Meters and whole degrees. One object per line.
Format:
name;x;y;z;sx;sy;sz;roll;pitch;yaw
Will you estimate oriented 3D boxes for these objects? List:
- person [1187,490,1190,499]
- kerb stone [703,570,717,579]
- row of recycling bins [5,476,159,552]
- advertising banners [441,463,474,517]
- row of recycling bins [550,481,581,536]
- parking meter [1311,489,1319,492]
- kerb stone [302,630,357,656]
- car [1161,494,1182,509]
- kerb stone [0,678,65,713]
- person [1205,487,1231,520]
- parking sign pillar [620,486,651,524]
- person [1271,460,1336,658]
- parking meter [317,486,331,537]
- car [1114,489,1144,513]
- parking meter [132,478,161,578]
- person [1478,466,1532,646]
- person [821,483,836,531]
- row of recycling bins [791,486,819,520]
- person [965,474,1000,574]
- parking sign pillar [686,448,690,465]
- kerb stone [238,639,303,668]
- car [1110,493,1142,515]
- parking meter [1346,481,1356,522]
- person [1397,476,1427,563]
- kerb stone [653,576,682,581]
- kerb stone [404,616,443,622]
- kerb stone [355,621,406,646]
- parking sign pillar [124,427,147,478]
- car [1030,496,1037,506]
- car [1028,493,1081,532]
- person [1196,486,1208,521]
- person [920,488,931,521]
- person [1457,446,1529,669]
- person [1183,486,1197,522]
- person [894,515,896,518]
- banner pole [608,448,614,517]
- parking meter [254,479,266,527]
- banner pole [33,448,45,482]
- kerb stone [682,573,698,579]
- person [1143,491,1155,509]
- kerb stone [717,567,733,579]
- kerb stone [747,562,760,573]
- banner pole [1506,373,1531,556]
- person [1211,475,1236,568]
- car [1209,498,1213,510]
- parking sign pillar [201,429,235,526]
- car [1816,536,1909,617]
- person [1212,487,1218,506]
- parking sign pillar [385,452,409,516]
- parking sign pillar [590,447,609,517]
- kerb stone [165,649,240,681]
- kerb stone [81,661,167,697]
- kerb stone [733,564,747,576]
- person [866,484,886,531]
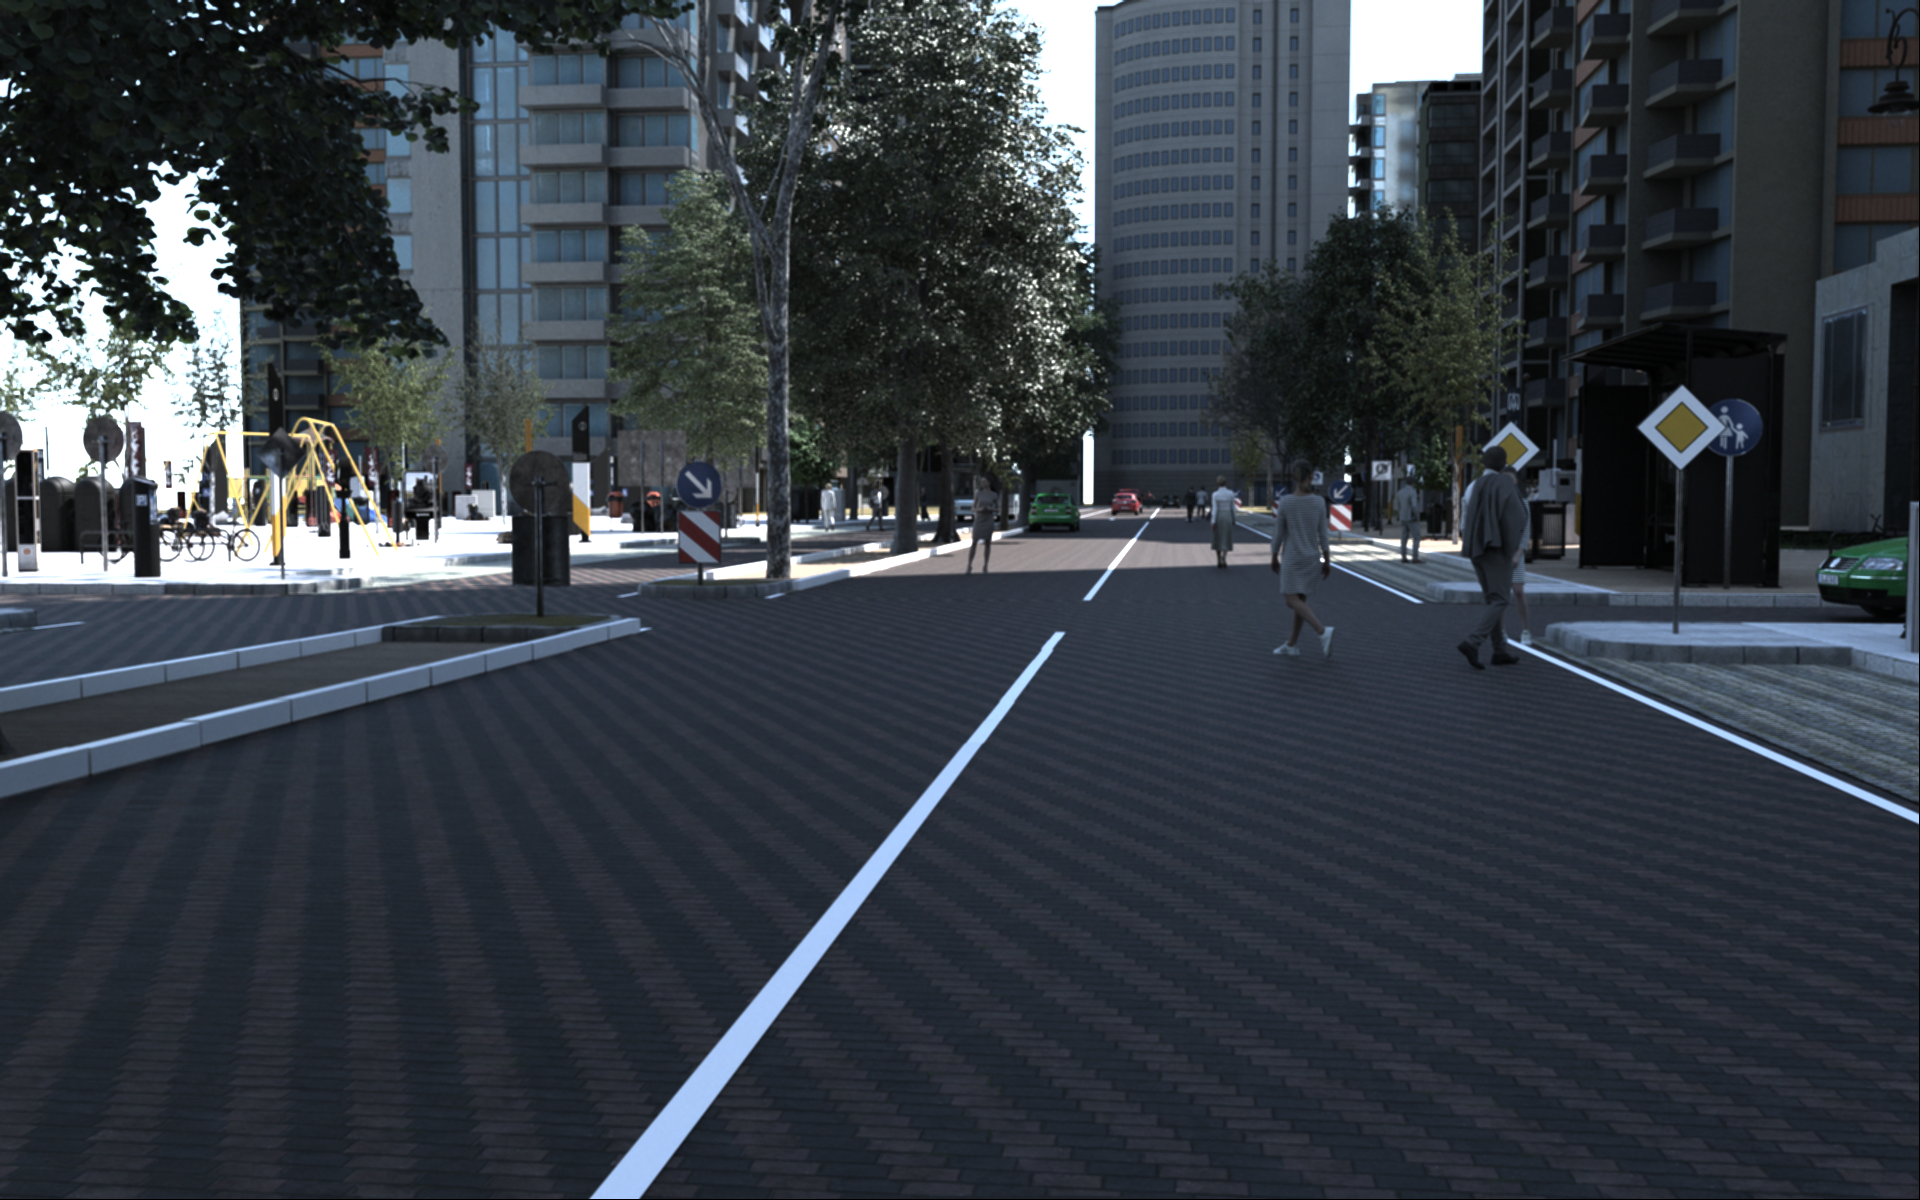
person;21.170;-9.277;160.199;0.705;1.821;1.348;2;4;28
kerb stone;-4.215;-0.376;28.416;0.120;0.150;1.000;0;4;7
row of recycling bins;-19.690;-1.934;38.730;3.534;1.692;1.069;0;4;3
advertising banners;-28.132;-6.147;96.698;2.074;3.025;0.090;-2;4;-34
row of recycling bins;-12.463;-2.927;54.975;1.069;1.692;3.534;0;4;-7
parking meter;17.529;-4.715;85.502;0.372;1.533;0.369;0;3;0
kerb stone;-5.767;0.403;15.668;0.120;0.150;1.000;0;4;7
car;20.774;-9.818;170.308;2.009;1.686;4.222;0;4;7
kerb stone;-6.258;0.648;11.600;0.120;0.150;1.000;0;4;7
person;14.113;-5.214;93.971;1.509;1.804;0.699;1;4;14
parking sign pillar;-14.035;-5.295;75.045;1.447;3.967;1.447;3;4;38
person;3.034;-0.362;15.175;0.466;1.731;0.760;-3;4;-38
parking meter;-18.941;-2.640;51.576;0.372;1.533;0.369;0;3;0
car;12.899;-7.566;132.374;2.281;1.827;5.304;0;4;5
parking meter;-12.543;-1.119;26.701;0.372;1.533;0.369;0;3;0
person;5.238;-0.434;16.592;0.512;1.701;0.522;1;4;23
person;-5.009;-3.529;66.077;0.514;1.842;0.818;-1;4;-16
row of recycling bins;-8.185;-4.852;86.444;1.069;1.692;3.534;2;4;26
person;0.403;-1.352;30.942;0.599;1.781;0.374;0;4;5
parking sign pillar;-15.954;-6.891;101.144;1.447;3.967;1.447;-1;4;-10
kerb stone;-5.888;0.461;14.653;0.120;0.150;1.000;0;4;7
car;11.263;-6.646;117.698;2.155;1.783;4.494;0;4;7
parking meter;17.939;-4.515;79.531;0.255;1.863;0.399;-3;5;-40
person;9.268;-1.658;35.704;0.391;1.810;0.635;-2;4;-34
kerb stone;-4.464;-0.256;26.375;0.120;0.150;1.000;0;4;7
kerb stone;-5.518;0.275;17.700;0.120;0.150;1.000;0;4;7
kerb stone;-5.644;0.339;16.686;0.120;0.150;1.000;0;4;7
parking sign pillar;-32.750;-4.913;68.800;1.447;3.967;1.447;0;4;-6
car;5.221;-6.441;117.897;1.945;1.354;3.894;1;4;8
car;3.663;-3.544;66.744;1.959;1.807;4.718;0;4;7
person;12.743;-5.079;91.381;0.661;1.843;0.795;1;4;22
person;-1.841;-4.960;90.011;0.534;1.772;0.576;-3;5;-40
person;4.427;-0.352;14.353;0.850;1.850;0.679;-2;4;-34
person;11.681;-4.862;87.767;0.659;1.850;0.755;1;4;19
person;-2.338;-3.806;71.089;0.694;1.780;0.624;-2;4;-24
banner pole;-19.215;-6.441;95.331;0.401;3.779;0.863;1;4;13
parking meter;-27.722;-3.845;68.574;0.399;1.863;0.255;1;4;17
banner pole;-44.056;-5.703;83.254;0.863;3.779;0.401;-1;4;-22
kerb stone;-4.338;-0.313;27.392;0.120;0.150;1.000;0;4;7
person;18.358;-9.736;168.408;1.217;1.743;0.721;0;4;-2
kerb stone;-4.089;-0.441;29.434;0.120;0.150;1.000;0;4;7
kerb stone;-3.849;-0.567;31.464;0.120;0.150;1.000;0;4;7
banner pole;11.562;-2.807;35.912;0.863;3.779;0.401;-2;4;-34
person;5.078;-1.511;33.436;0.478;1.798;0.641;1;4;13
car;23.327;-8.905;155.380;2.009;1.686;4.222;1;4;8
parking sign pillar;-30.629;-5.057;71.149;1.447;3.967;1.447;0;4;6
car;12.112;-0.642;19.293;4.718;1.807;1.959;0;4;5
person;14.225;-5.353;96.252;0.478;1.798;0.641;3;5;43
parking sign pillar;-33.205;-6.960;102.273;1.447;3.967;1.447;-1;4;-19
parking sign pillar;-20.791;-6.798;99.616;1.447;3.967;1.447;2;4;30
kerb stone;-6.017;0.527;13.639;0.120;0.150;1.000;0;4;7
kerb stone;-6.138;0.587;12.616;0.120;0.150;1.000;0;4;7
kerb stone;-3.976;-0.505;30.449;0.120;0.150;1.000;0;4;7
person;-3.235;-3.533;66.357;0.850;1.850;0.679;2;4;27
